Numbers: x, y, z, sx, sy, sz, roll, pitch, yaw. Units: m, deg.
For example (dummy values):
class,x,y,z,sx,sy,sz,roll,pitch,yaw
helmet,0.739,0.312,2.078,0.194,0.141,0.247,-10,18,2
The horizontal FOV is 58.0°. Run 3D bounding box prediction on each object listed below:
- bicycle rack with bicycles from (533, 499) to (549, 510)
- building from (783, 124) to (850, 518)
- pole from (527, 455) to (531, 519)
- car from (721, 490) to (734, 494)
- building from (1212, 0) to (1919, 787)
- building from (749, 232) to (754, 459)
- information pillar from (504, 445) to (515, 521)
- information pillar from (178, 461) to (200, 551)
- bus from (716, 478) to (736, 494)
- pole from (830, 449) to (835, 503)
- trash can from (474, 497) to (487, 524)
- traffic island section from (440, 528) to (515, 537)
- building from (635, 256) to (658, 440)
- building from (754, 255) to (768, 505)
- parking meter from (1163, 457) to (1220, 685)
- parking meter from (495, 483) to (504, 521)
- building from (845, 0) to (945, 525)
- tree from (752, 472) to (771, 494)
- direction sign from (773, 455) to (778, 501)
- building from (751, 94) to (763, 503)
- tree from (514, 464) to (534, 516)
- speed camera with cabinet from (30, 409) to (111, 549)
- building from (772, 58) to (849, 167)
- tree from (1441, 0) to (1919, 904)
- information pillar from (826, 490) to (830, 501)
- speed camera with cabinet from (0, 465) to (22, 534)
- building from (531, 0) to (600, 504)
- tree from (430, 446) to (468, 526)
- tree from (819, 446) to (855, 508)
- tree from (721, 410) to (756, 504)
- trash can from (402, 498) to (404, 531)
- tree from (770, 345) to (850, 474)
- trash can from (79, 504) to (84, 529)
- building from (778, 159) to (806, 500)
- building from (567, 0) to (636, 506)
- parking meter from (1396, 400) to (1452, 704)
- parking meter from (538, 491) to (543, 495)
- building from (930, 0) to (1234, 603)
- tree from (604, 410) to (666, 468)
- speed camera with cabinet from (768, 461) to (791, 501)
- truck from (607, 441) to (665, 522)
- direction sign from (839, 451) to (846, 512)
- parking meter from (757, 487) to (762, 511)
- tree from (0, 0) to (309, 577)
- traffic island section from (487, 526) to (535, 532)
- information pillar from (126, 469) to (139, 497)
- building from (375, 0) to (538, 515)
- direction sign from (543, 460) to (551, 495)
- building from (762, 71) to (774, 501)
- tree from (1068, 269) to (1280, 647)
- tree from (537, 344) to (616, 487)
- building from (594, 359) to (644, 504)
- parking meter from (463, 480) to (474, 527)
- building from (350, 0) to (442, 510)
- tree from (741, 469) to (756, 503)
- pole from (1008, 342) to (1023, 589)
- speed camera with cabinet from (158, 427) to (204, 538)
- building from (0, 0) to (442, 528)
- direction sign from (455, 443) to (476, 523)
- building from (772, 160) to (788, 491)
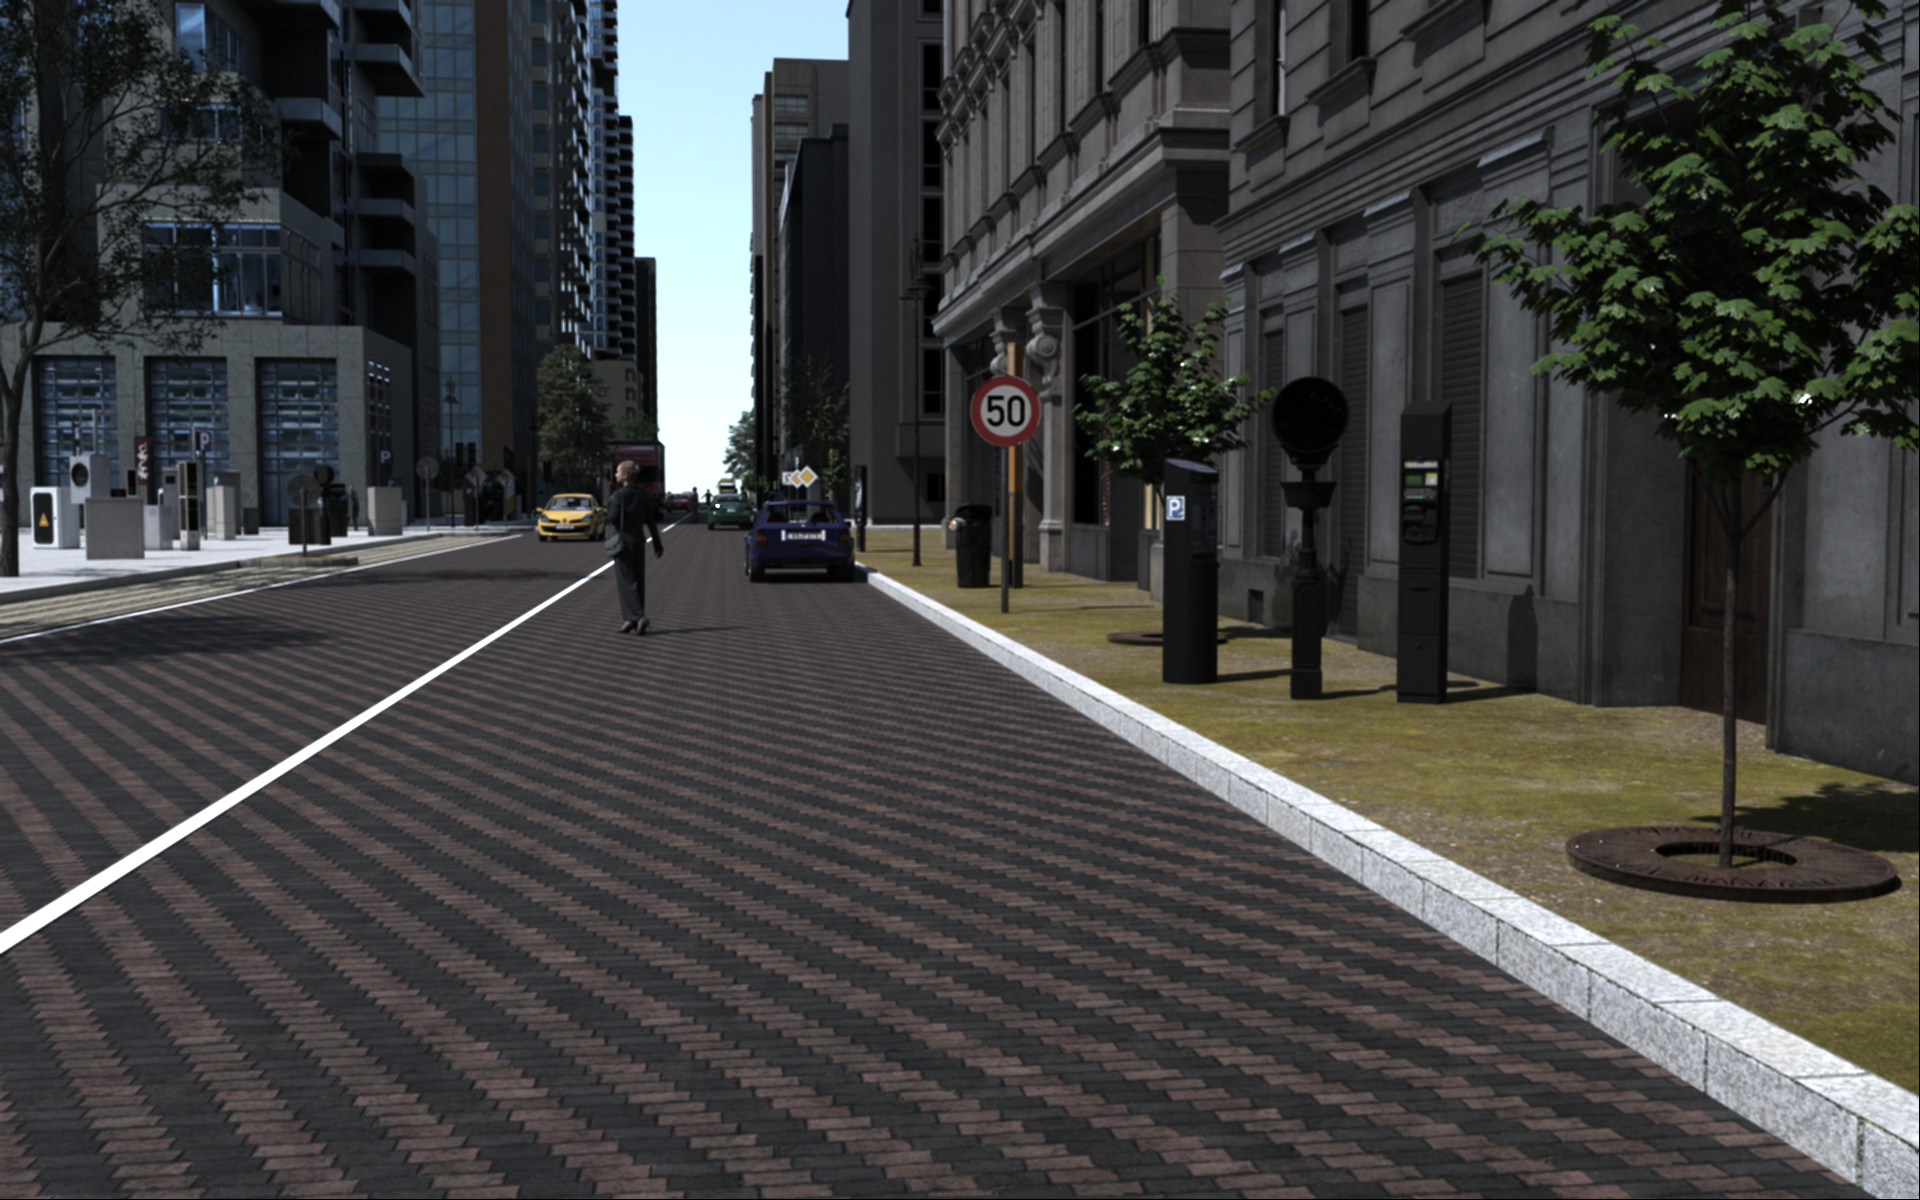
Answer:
class,x,y,z,sx,sy,sz,roll,pitch,yaw
bicycle rack with bicycles,-31.834,-7.166,130.554,2.852,0.926,2.925,-2,4,-25
building,-3.283,-17.636,107.411,14.314,24.678,30.058,0,4,-8
pole,-22.276,-5.848,89.463,0.158,3.312,0.155,0,3,0
car,-23.689,-10.360,178.063,2.281,1.827,5.304,0,4,-6
building,8.569,-9.811,9.559,9.793,20.994,18.267,0,4,-8
building,-23.401,-40.786,286.463,23.786,49.044,30.456,0,4,-8
information pillar,-21.568,-5.597,82.858,0.504,3.616,0.183,-2,4,-35
information pillar,-17.454,-2.124,39.213,0.304,2.012,0.304,2,4,34
bus,-36.158,-16.913,268.066,2.896,3.916,12.252,-1,4,-9
pole,-5.745,-5.150,78.049,0.158,3.312,0.155,0,3,0
trash can,-20.574,-3.809,73.938,0.748,1.137,0.748,0,3,0
traffic island section,-16.446,-2.242,58.944,2.009,0.180,2.903,0,4,-8
building,-57.996,-37.079,289.843,14.154,41.232,14.086,0,4,-8
building,-17.941,-26.879,211.180,14.160,30.474,14.107,0,4,-8
parking meter,1.572,-0.207,11.798,0.372,1.533,0.369,0,3,0
parking meter,-22.373,-4.792,84.068,0.399,1.863,0.255,-1,4,-13
building,7.425,-17.358,77.305,24.014,27.812,14.314,0,4,-8
tree,-17.016,-9.450,149.113,1.663,3.219,1.824,0,3,0
direction sign,-10.672,-6.625,100.316,0.379,3.537,0.876,-1,4,-21
building,-20.206,-43.735,257.058,21.231,58.520,28.212,0,4,-8
tree,-25.316,-6.470,100.385,1.663,3.219,1.824,0,3,0
speed camera with cabinet,-20.704,-2.809,40.264,2.038,3.252,0.660,2,4,25
building,-10.983,-29.567,167.008,14.154,41.232,14.086,0,4,-8
tree,2.723,-0.681,5.740,1.663,3.219,1.824,0,3,0
information pillar,-6.353,-4.896,84.537,0.304,2.012,0.304,3,5,44
speed camera with cabinet,-30.891,-3.730,55.326,2.038,3.252,0.660,2,4,27
building,-44.982,-32.691,154.110,23.786,49.044,30.456,0,4,-8
tree,-20.495,-4.590,69.649,1.663,3.219,1.824,0,3,0
tree,-4.738,-4.521,68.518,1.663,3.219,1.824,0,3,0
tree,-28.479,-19.353,234.546,7.486,12.596,7.792,0,3,0
trash can,-18.565,-2.753,56.666,0.748,1.137,0.748,0,3,0
tree,-7.400,-8.343,86.768,4.737,8.622,4.395,0,3,0
trash can,-32.570,-3.221,64.325,0.748,1.137,0.748,0,3,0
building,-7.548,-19.269,133.067,12.078,24.808,19.932,0,4,-8
building,-59.785,-58.277,265.506,22.319,86.520,31.000,0,4,-8
parking meter,2.862,-0.304,10.677,0.255,1.863,0.399,2,4,25
parking meter,-30.165,-7.106,124.596,0.372,1.533,0.369,0,3,0
building,4.128,-11.546,39.679,10.553,20.767,40.483,0,4,-8
tree,-40.517,-17.743,215.850,9.928,11.665,9.643,0,3,0
speed camera with cabinet,-10.866,-6.753,104.745,0.660,3.252,2.038,-2,4,-35
truck,-17.296,-6.388,93.353,2.839,4.237,11.283,0,4,-8
direction sign,-6.413,-6.114,91.959,0.876,3.537,0.379,-2,4,-32
parking meter,-15.622,-7.906,134.977,0.399,1.863,0.255,0,4,-2
tree,-14.587,-5.615,26.225,8.767,10.594,7.601,-2,4,-31
traffic island section,-17.530,-2.726,66.855,2.009,0.180,2.903,0,4,-8
information pillar,-24.224,-2.828,50.733,0.304,2.012,0.304,-1,4,-21
building,-34.942,-28.142,110.237,14.600,45.320,14.200,0,4,-8
direction sign,-27.855,-7.642,116.951,0.379,3.537,0.876,1,4,22
building,-13.533,-32.513,181.702,14.600,45.320,14.200,0,4,-8
tree,1.751,-1.254,15.104,1.663,3.219,1.824,0,3,0
tree,-29.961,-13.026,131.100,7.486,12.596,7.792,0,3,0
building,-57.984,-23.981,237.120,27.650,21.520,28.899,0,4,-8
parking meter,-19.230,-3.795,67.754,0.399,1.863,0.255,-1,4,-23
building,-49.350,-53.251,183.326,22.319,86.520,31.000,0,4,-8
tree,-27.291,-14.905,227.410,4.285,4.588,4.351,0,3,0
pole,0.746,-1.811,23.448,0.158,3.312,0.155,0,3,0
speed camera with cabinet,-23.135,-3.489,51.380,0.660,3.252,2.038,-3,5,-45
building,-36.039,-46.809,78.002,22.319,86.520,31.000,0,4,-8
direction sign,-21.745,-5.154,76.268,0.876,3.537,0.379,0,4,-1
building,-9.546,-23.340,153.316,14.160,30.474,14.107,0,4,-8
